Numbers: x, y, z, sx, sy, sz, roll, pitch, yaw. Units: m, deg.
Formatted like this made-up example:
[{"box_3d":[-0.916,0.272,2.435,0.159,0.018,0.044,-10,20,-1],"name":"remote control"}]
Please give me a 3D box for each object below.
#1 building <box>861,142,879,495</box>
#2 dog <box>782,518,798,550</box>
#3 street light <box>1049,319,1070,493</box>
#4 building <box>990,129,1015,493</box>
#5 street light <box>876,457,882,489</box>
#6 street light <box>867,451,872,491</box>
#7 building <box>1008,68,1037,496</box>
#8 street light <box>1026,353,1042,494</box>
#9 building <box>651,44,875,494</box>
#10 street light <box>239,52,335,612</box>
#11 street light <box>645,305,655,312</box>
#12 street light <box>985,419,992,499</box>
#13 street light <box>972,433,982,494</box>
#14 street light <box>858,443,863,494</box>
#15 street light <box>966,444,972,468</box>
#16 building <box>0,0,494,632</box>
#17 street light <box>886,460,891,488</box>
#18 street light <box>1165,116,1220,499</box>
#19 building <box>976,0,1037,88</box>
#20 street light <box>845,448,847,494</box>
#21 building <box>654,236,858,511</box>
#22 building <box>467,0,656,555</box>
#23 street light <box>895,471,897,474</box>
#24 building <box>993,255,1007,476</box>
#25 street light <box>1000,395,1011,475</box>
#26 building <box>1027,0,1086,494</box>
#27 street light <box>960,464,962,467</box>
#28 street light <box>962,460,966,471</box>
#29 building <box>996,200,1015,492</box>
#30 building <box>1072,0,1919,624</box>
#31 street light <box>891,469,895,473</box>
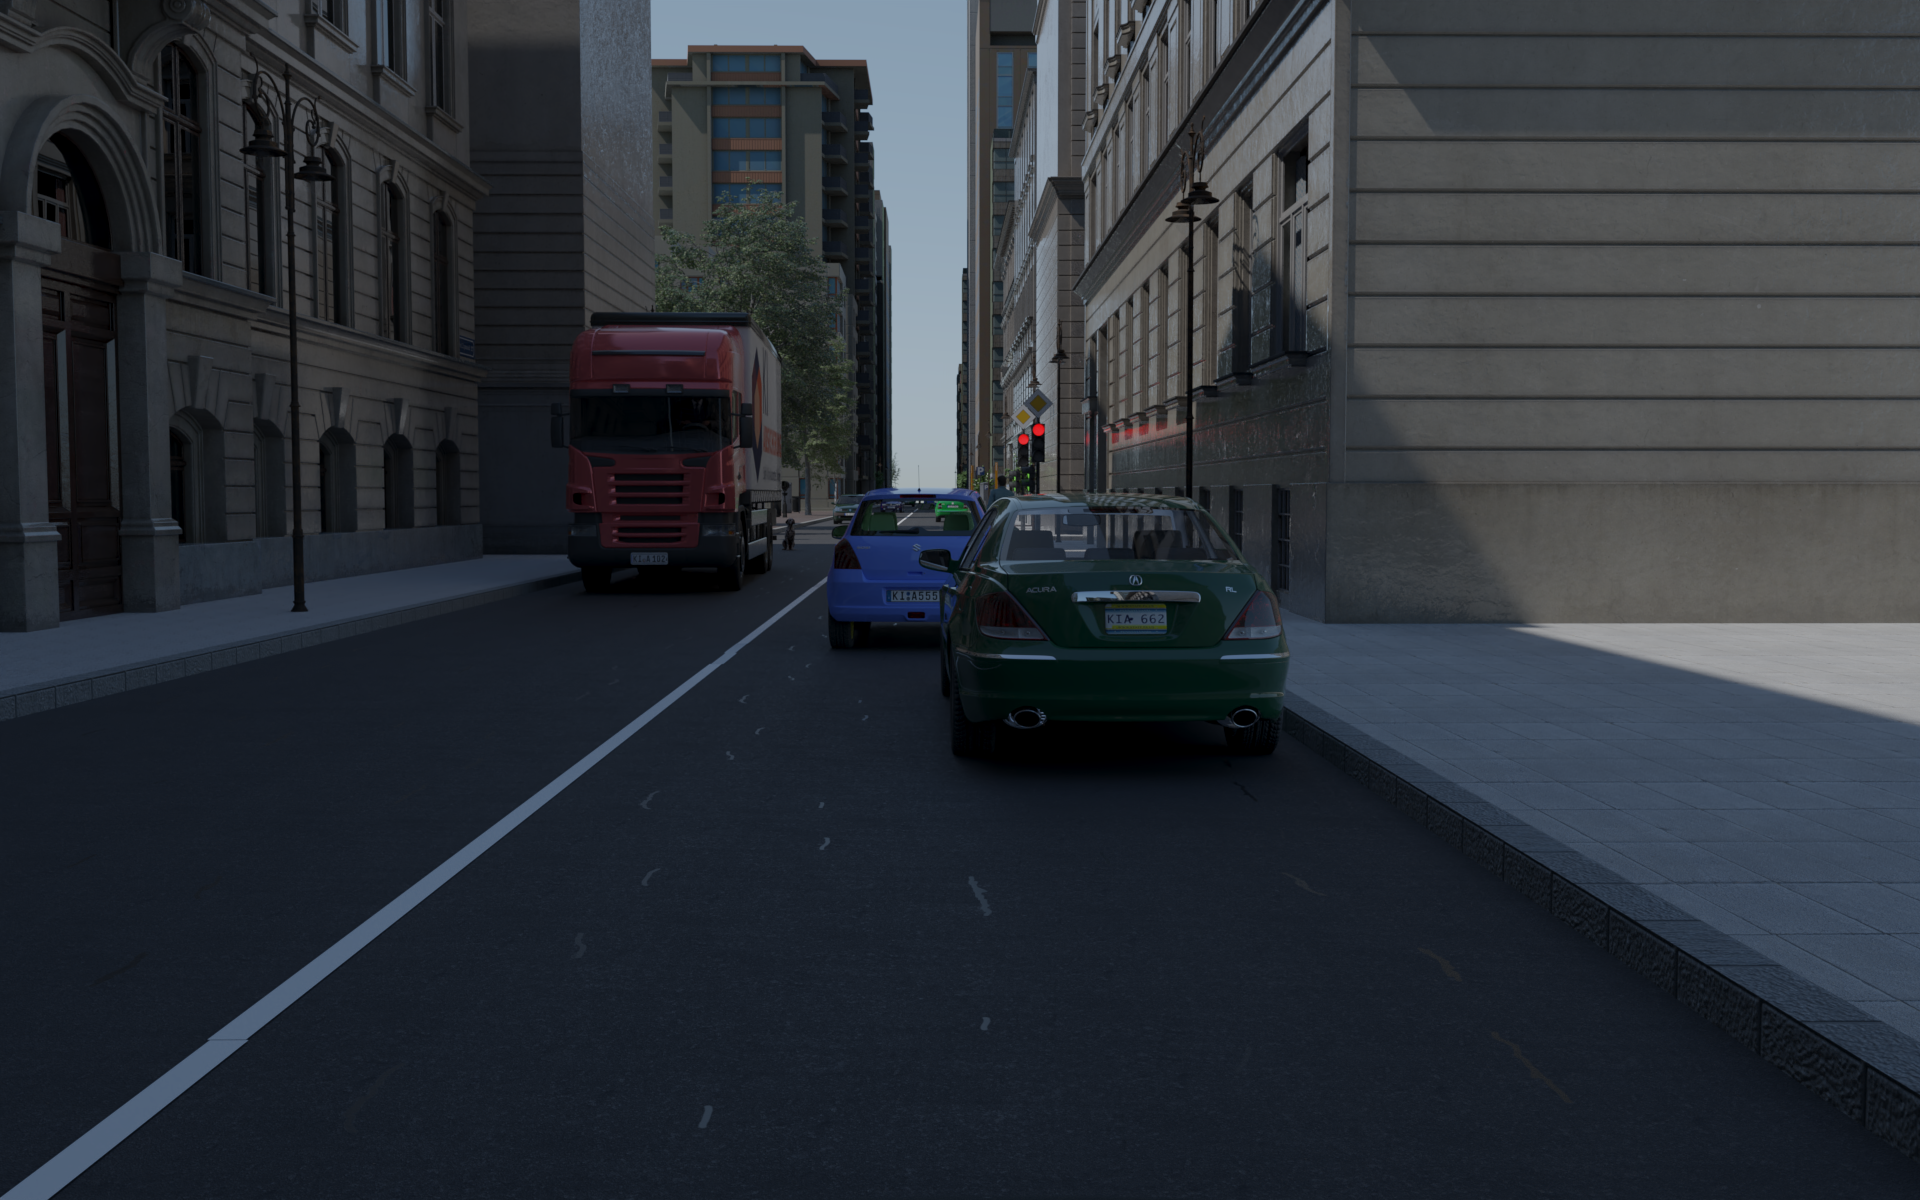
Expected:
[{"box_3d":[-16.859,-31.299,195.335,14.154,41.232,14.086,0,4,-1],"name":"building"},{"box_3d":[-4.302,-1.688,44.435,0.513,0.831,0.800,2,4,24],"name":"dog"},{"box_3d":[2.617,-4.469,45.854,0.468,5.910,1.993,0,4,-1],"name":"street light"},{"box_3d":[9.415,-22.533,140.108,14.160,30.474,14.107,0,4,-1],"name":"building"},{"box_3d":[-9.832,-14.752,213.987,0.468,5.910,1.993,0,4,-1],"name":"street light"},{"box_3d":[-9.300,-12.586,178.560,0.468,5.910,1.993,0,4,-1],"name":"street light"},{"box_3d":[7.484,-14.106,79.786,9.793,20.994,18.267,0,4,-1],"name":"building"},{"box_3d":[2.417,-5.136,56.767,0.468,5.910,1.993,0,4,-1],"name":"street light"},{"box_3d":[-19.815,-31.665,172.349,22.147,44.769,28.867,0,4,-1],"name":"building"},{"box_3d":[-7.211,-2.810,18.733,0.468,5.910,1.993,0,4,-1],"name":"street light"},{"box_3d":[-7.515,-4.264,42.506,0.468,5.910,1.993,0,4,-1],"name":"street light"},{"box_3d":[1.735,-8.068,104.706,0.468,5.910,1.993,0,4,-1],"name":"street light"},{"box_3d":[1.396,-9.811,133.193,0.468,5.910,1.993,0,4,-1],"name":"street light"},{"box_3d":[-8.921,-11.122,154.624,0.468,5.910,1.993,0,4,-1],"name":"street light"},{"box_3d":[1.019,-11.277,157.174,0.468,5.910,1.993,0,4,-1],"name":"street light"},{"box_3d":[-14.455,-12.096,16.862,14.460,24.649,34.723,0,4,-1],"name":"building"},{"box_3d":[-10.065,-16.206,237.761,0.468,5.910,1.993,0,4,-1],"name":"street light"},{"box_3d":[2.886,-2.993,21.719,0.468,5.910,1.993,0,4,-1],"name":"street light"},{"box_3d":[8.438,-30.824,154.088,14.600,45.320,14.200,0,4,-1],"name":"building"},{"box_3d":[-8.623,-9.668,130.851,0.468,5.910,1.993,0,4,-1],"name":"street light"},{"box_3d":[-23.001,-18.292,144.107,27.650,21.520,28.899,0,4,-1],"name":"building"},{"box_3d":[-16.785,-11.705,40.529,18.267,20.994,9.793,0,4,-1],"name":"building"},{"box_3d":[-10.665,-19.114,285.308,0.468,5.910,1.993,0,4,-1],"name":"street light"},{"box_3d":[8.413,-17.279,118.675,11.583,22.565,21.152,0,4,-1],"name":"building"},{"box_3d":[2.123,-6.590,80.541,0.468,5.910,1.993,0,4,-1],"name":"street light"},{"box_3d":[15.043,-16.062,59.877,25.104,27.353,12.463,0,4,-1],"name":"building"},{"box_3d":[0.373,-14.236,205.545,0.468,5.910,1.993,0,4,-1],"name":"street light"},{"box_3d":[0.729,-12.763,181.461,0.468,5.910,1.993,0,4,-1],"name":"street light"},{"box_3d":[7.621,-14.310,98.588,10.561,19.102,19.286,0,4,-1],"name":"building"},{"box_3d":[10.675,-12.075,30.714,16.112,22.955,30.059,0,4,-1],"name":"building"},{"box_3d":[-10.391,-17.660,261.534,0.468,5.910,1.993,0,4,-1],"name":"street light"}]
